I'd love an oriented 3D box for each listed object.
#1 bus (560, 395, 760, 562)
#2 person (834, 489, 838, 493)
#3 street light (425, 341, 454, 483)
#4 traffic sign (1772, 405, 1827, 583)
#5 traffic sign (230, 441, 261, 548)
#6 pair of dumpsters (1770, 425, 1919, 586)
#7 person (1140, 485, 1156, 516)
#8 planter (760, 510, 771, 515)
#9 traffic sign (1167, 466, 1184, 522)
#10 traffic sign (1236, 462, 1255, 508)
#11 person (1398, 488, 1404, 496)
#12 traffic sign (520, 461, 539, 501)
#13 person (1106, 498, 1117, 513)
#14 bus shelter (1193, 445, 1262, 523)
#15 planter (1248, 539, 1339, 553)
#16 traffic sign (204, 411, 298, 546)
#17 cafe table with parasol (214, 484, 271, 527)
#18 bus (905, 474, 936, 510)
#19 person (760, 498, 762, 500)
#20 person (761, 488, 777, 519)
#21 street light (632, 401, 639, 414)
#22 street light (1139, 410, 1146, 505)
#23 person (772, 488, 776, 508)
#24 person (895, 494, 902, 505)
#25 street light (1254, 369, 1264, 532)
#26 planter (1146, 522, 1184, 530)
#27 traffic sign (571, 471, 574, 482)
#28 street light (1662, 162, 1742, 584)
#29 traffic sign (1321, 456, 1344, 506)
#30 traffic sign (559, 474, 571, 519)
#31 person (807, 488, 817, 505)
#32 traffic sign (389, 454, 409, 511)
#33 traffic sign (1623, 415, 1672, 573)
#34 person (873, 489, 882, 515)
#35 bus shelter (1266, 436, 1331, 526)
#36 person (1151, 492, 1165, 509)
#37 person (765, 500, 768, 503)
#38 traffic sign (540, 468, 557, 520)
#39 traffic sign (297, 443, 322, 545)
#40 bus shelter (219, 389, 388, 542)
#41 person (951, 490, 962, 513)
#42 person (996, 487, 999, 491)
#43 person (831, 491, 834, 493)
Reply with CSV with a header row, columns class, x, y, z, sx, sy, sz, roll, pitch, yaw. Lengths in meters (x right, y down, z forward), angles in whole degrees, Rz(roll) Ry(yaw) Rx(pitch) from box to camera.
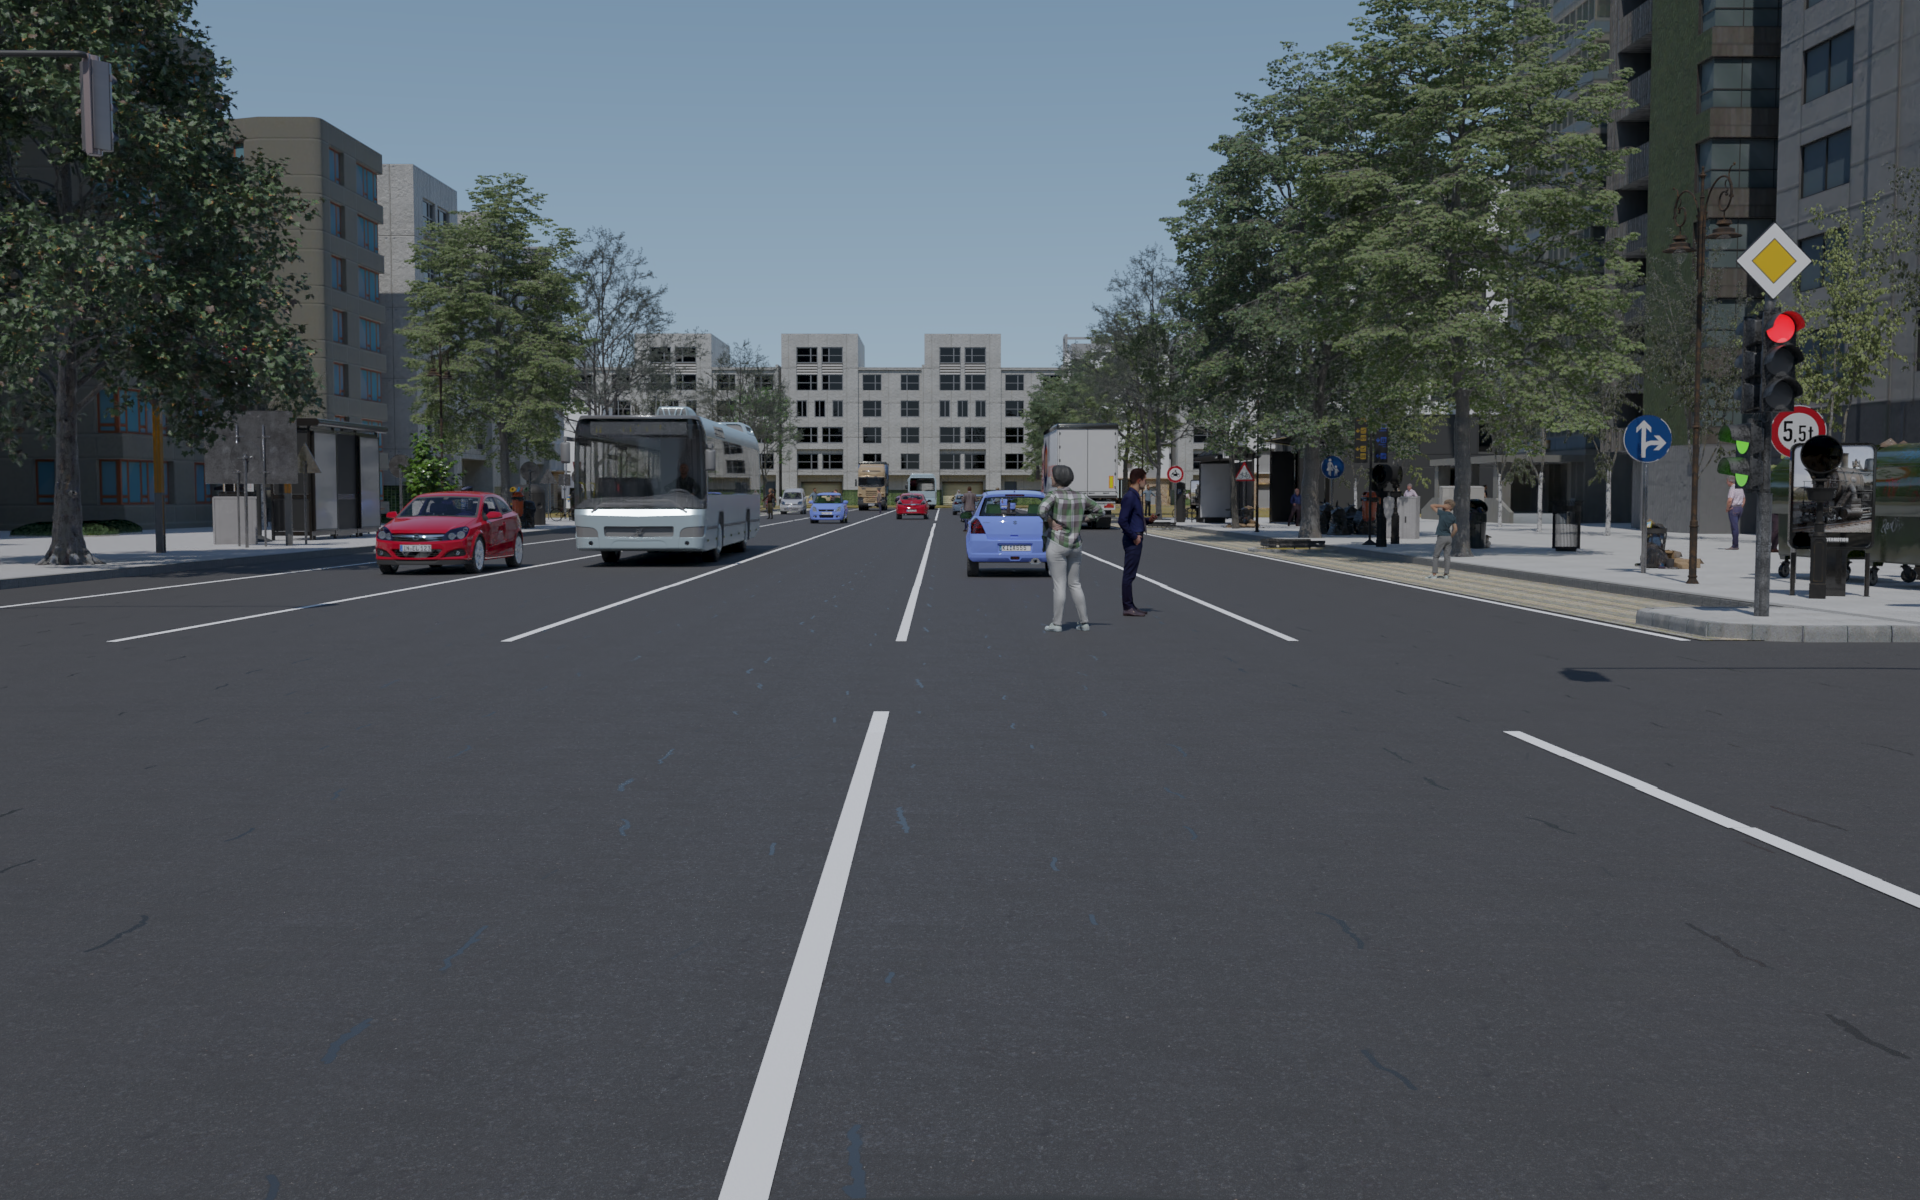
class,x,y,z,sx,sy,sz,roll,pitch,yaw
bus,-6.401,-2.721,39.342,2.948,3.499,13.247,0,4,-2
person,-8.481,-6.577,116.559,0.750,1.759,0.617,0,4,0
street light,-15.737,-4.880,52.578,0.468,5.910,1.993,0,4,-1
traffic sign,12.014,-1.517,24.908,0.768,2.556,0.104,1,4,9
traffic sign,-17.044,-2.521,41.330,0.768,2.556,0.104,0,4,6
pair of dumpsters,13.210,-1.348,24.538,1.574,2.255,4.437,0,4,-1
person,10.779,-5.699,99.208,1.348,1.826,0.705,-2,4,-23
planter,-13.989,-6.033,119.781,1.991,0.319,1.994,0,4,-1
traffic sign,9.649,-4.742,77.634,0.768,2.556,0.104,0,4,7
traffic sign,11.564,-4.312,70.502,0.884,2.594,0.081,0,4,7
person,25.480,-5.792,100.842,0.705,1.812,1.348,-3,5,-40
traffic sign,-16.752,-4.118,67.439,0.768,2.556,0.104,0,4,4
person,10.156,-6.783,117.765,1.217,1.723,0.721,2,4,35
bus shelter,11.352,-4.892,73.905,2.014,3.302,5.546,0,4,-1
planter,8.197,-1.337,42.996,1.991,0.319,1.994,0,4,-1
traffic sign,-17.323,-2.963,42.315,2.265,3.308,0.079,0,3,0
cafe table with parasol,-27.553,-3.821,67.346,2.610,1.966,2.610,-1,4,-16
bus,-3.681,-10.316,163.528,2.948,3.499,13.247,0,4,-2
person,-13.404,-6.423,114.231,0.721,1.735,1.217,2,4,35
person,-10.901,-5.500,98.951,1.217,1.766,0.721,3,4,38
street light,-16.091,-6.930,86.096,0.468,5.910,1.993,0,4,-1
street light,9.747,-7.315,92.386,0.468,5.910,1.993,0,4,-1
person,-17.402,-9.510,161.549,0.705,1.822,1.348,0,4,1
person,-5.847,-9.350,164.600,0.697,1.427,0.421,-1,4,-11
street light,9.991,-5.218,58.102,0.468,5.910,1.993,0,4,-1
planter,7.929,-2.985,69.938,1.991,0.319,1.994,0,4,-1
traffic sign,-19.324,-5.364,87.799,0.768,2.556,0.104,0,4,3
street light,10.472,-3.168,24.585,0.468,5.910,1.993,0,4,-1
traffic sign,12.386,-3.519,57.634,0.768,2.556,0.104,0,4,3
traffic sign,-20.164,-5.274,88.364,0.606,2.300,0.079,0,4,2
person,-9.026,-6.079,107.885,1.348,1.826,0.705,-3,5,-45
traffic sign,-17.841,-3.374,55.272,0.768,2.556,0.104,0,3,0
traffic sign,11.073,-1.705,27.985,0.768,2.556,0.104,0,4,2
person,-5.796,-6.841,120.872,0.750,1.759,0.617,0,4,6
bus shelter,13.978,-4.951,72.232,1.731,3.624,6.357,0,4,-1
person,17.200,-8.857,150.863,1.348,1.824,0.705,0,4,4
person,-14.680,-7.383,132.433,0.599,1.433,0.991,-2,4,-31
traffic sign,-20.618,-5.305,86.734,0.884,2.594,0.081,0,3,0
traffic sign,-16.613,-2.687,43.935,0.884,2.594,0.081,1,4,9
bus shelter,-18.702,-4.373,49.124,2.179,5.291,8.768,0,4,-1
person,-0.086,-7.198,126.911,1.217,1.736,0.721,0,4,-2
person,2.099,-5.431,97.381,0.705,1.814,1.350,-2,4,-31
person,-9.064,-7.015,124.659,0.593,1.643,0.415,-1,4,-21
